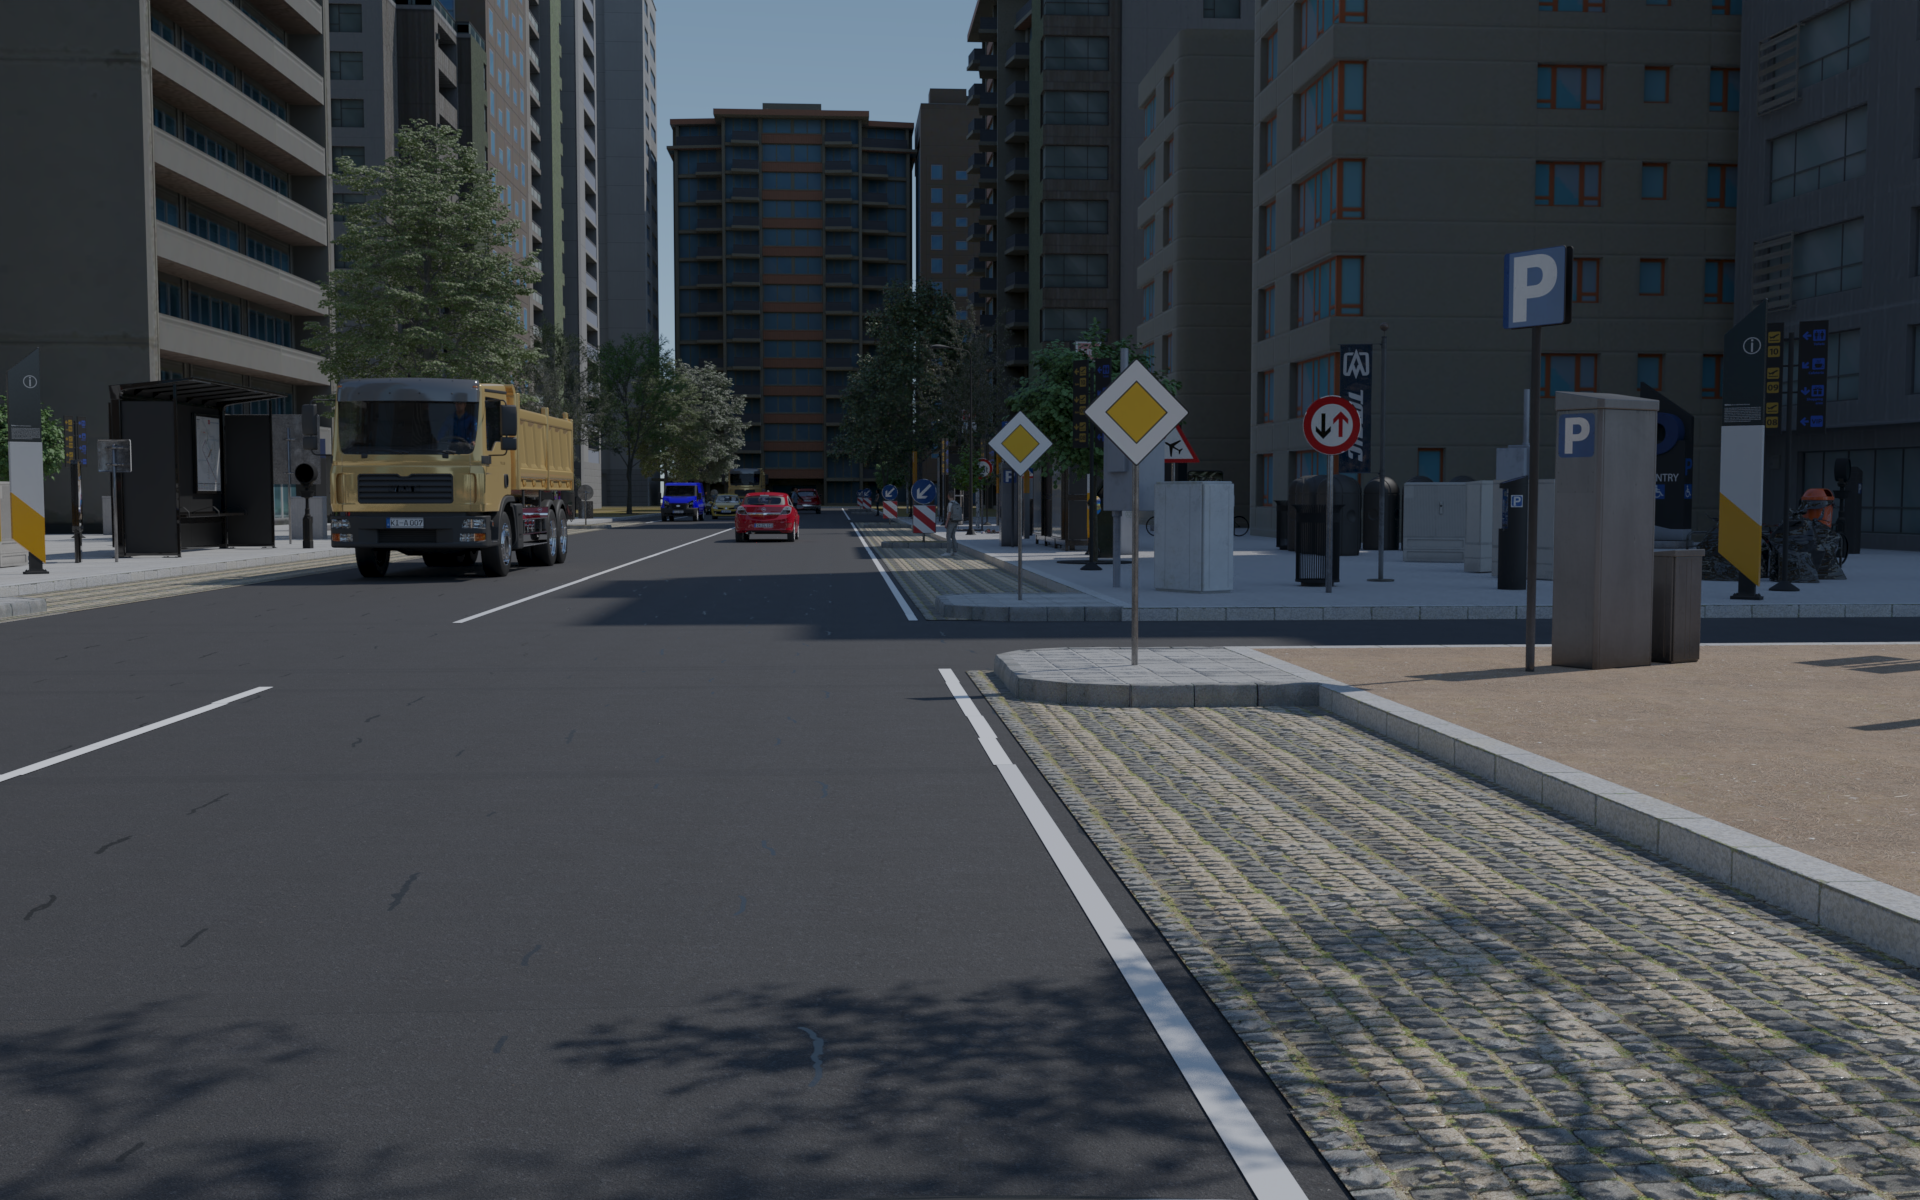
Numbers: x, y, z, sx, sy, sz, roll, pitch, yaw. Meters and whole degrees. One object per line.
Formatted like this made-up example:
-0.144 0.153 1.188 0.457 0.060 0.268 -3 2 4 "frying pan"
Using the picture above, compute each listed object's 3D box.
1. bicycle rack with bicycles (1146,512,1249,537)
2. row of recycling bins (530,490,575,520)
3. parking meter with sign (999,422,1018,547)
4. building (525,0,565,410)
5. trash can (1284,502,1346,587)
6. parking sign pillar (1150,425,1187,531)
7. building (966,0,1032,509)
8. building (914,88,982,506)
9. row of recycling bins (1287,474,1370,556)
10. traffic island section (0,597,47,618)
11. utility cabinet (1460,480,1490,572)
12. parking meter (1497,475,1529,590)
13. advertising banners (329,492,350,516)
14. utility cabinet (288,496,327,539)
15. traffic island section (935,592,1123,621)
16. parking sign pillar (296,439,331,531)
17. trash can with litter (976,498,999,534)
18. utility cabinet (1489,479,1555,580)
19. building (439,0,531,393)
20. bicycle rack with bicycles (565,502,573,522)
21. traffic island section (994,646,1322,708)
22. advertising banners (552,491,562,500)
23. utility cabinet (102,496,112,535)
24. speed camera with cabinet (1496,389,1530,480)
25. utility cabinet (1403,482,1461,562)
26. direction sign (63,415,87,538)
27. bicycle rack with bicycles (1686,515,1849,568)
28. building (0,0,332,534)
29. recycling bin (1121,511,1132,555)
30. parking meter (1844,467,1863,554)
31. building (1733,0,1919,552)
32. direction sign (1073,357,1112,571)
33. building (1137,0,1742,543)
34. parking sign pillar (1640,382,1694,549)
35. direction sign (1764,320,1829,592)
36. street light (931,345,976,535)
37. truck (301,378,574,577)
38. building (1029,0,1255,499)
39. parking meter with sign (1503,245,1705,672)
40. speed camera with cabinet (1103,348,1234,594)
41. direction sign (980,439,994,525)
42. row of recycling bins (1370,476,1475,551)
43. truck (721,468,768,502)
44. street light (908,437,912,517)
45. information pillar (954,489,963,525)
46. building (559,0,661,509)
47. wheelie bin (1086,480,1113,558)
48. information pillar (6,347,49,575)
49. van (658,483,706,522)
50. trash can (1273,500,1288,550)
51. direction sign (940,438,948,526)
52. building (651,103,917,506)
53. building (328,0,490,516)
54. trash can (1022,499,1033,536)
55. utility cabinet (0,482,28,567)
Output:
7.413 -2.415 52.874 2.925 0.926 2.852 2 4 24 "bicycle rack with bicycles"
-21.024 -4.845 86.335 3.534 1.692 1.069 -1 4 -18 "row of recycling bins"
1.218 -2.830 42.526 0.543 3.016 1.738 0 4 -4 "parking meter with sign"
-37.646 -27.235 128.893 14.154 41.232 14.086 0 4 -4 "building"
4.983 -0.762 24.119 0.748 1.137 0.748 0 3 0 "trash can"
7.366 -4.402 60.448 1.447 3.967 1.447 -2 4 -31 "parking sign pillar"
12.026 -30.282 149.731 22.147 44.769 28.867 0 4 -4 "building"
2.344 -33.330 195.055 14.200 45.320 14.600 0 4 -4 "building"
7.795 -1.854 37.419 1.069 1.692 3.534 0 4 -2 "row of recycling bins"
-12.012 0.137 20.041 2.009 0.180 2.903 0 4 -4 "traffic island section"
8.731 -1.209 28.448 1.173 1.500 0.318 -3 5 -42 "utility cabinet"
7.428 -0.909 23.270 0.372 1.533 0.369 0 3 0 "parking meter"
-23.661 -4.332 67.017 0.090 3.025 2.074 1 4 21 "advertising banners"
-18.609 -2.339 49.405 1.020 1.237 0.306 0 4 5 "utility cabinet"
0.746 0.080 20.967 2.009 0.180 2.903 0 4 -4 "traffic island section"
-22.779 -4.422 60.766 1.447 3.967 1.447 3 4 39 "parking sign pillar"
1.336 -2.789 56.650 1.678 1.210 2.233 -2 4 -31 "trash can with litter"
8.588 -1.067 26.117 0.318 1.500 1.173 -2 4 -30 "utility cabinet"
-36.875 -28.413 114.671 14.600 45.320 14.200 0 4 -4 "building"
-19.173 -4.080 80.088 2.852 0.926 2.925 -1 4 -18 "bicycle rack with bicycles"
1.329 0.567 13.003 2.009 0.180 2.903 0 4 -4 "traffic island section"
-17.762 -4.921 76.643 0.090 3.025 2.074 0 4 0 "advertising banners"
-26.359 -2.641 54.338 1.020 1.237 0.306 1 4 12 "utility cabinet"
10.960 -2.391 33.433 0.660 3.252 2.038 3 4 37 "speed camera with cabinet"
8.936 -1.456 32.484 1.173 1.500 0.318 1 4 22 "utility cabinet"
-25.694 -3.570 50.372 0.379 3.537 0.876 1 4 12 "direction sign"
14.429 -1.055 30.639 2.925 0.926 2.852 -1 4 -13 "bicycle rack with bicycles"
-37.274 -26.921 63.858 21.300 48.544 21.600 0 4 -4 "building"
3.416 -1.487 36.860 0.722 1.027 0.722 0 4 2 "recycling bin"
19.142 -1.921 37.126 0.255 1.863 0.399 3 5 44 "parking meter"
27.347 -21.650 37.568 14.086 41.232 14.154 0 4 -4 "building"
2.214 -2.270 29.119 0.379 3.537 0.876 -3 5 -41 "direction sign"
22.374 -13.158 60.172 27.650 21.520 28.899 0 4 -4 "building"
16.669 -3.218 41.089 1.447 3.967 1.447 -3 5 -40 "parking sign pillar"
10.929 -1.887 22.857 0.876 3.537 0.379 2 4 35 "direction sign"
-0.202 -4.986 54.056 1.470 5.913 1.316 0 4 -4 "street light"
-9.214 -2.208 32.021 3.469 3.379 9.791 0 4 -3 "truck"
11.040 -20.559 107.840 14.160 30.474 14.107 0 4 -4 "building"
4.824 -1.015 12.862 1.738 3.016 0.543 -2 4 -31 "parking meter with sign"
2.773 -1.761 23.125 0.660 3.252 2.038 -2 4 -34 "speed camera with cabinet"
1.111 -4.831 70.987 0.379 3.537 0.876 3 5 41 "direction sign"
10.082 -1.980 39.482 3.534 1.692 1.069 2 4 30 "row of recycling bins"
-16.291 -8.344 132.346 3.469 3.379 9.791 0 4 -5 "truck"
-3.256 -7.545 95.908 1.470 5.913 1.316 0 4 -4 "street light"
-0.050 -4.102 71.567 0.304 2.012 0.304 1 4 19 "information pillar"
-48.236 -39.857 193.655 28.212 58.520 21.231 0 4 -4 "building"
2.929 -1.657 34.995 0.693 1.594 0.980 1 4 9 "wheelie bin"
-14.866 -2.216 27.588 0.504 3.616 0.183 -3 5 -45 "information pillar"
-14.644 -5.337 91.636 2.240 2.365 5.245 0 4 -3 "van"
7.574 -1.721 39.784 0.748 1.137 0.748 0 3 0 "trash can"
-0.615 -4.771 69.996 0.379 3.537 0.876 1 4 17 "direction sign"
-19.623 -33.176 197.053 28.867 44.769 22.147 0 4 -4 "building"
-35.769 -20.115 100.588 14.160 30.474 14.107 0 4 -4 "building"
2.009 -2.558 53.477 0.748 1.137 0.748 0 3 0 "trash can"
-16.763 -1.329 30.401 0.318 1.500 1.173 0 4 -7 "utility cabinet"
